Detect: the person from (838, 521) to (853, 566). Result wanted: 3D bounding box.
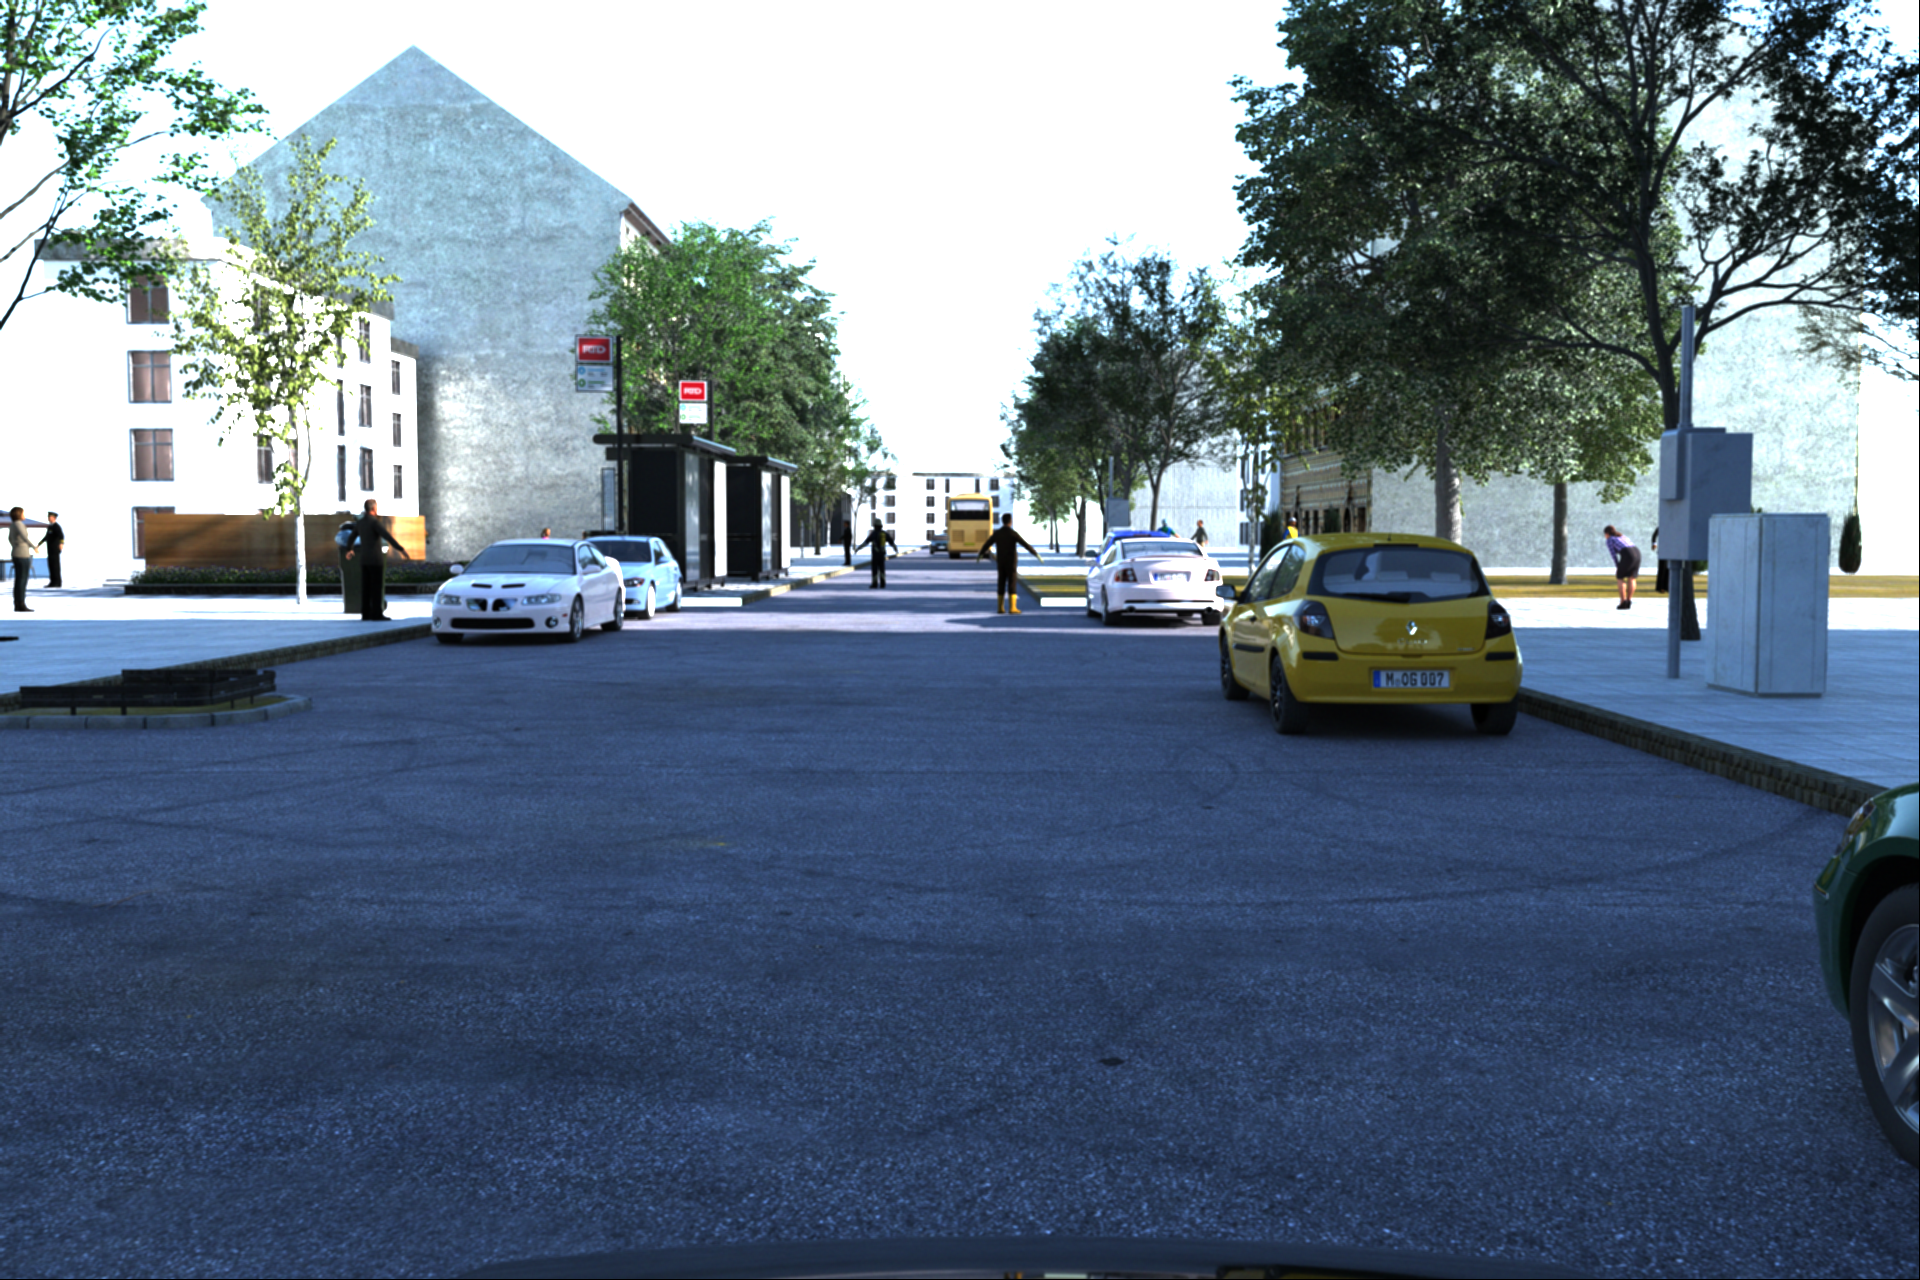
[{"bbox_3d":[-4.602,-3.920,70.323,0.704,1.802,1.346,1,4,18],"label":"person"}]

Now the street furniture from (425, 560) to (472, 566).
[{"bbox_3d":[-14.724,-2.160,50.948,5.734,0.657,10.072,-3,5,-45],"label":"street furniture"}]

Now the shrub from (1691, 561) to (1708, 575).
[{"bbox_3d":[22.723,-3.023,53.848,1.690,2.028,1.600,0,3,0],"label":"shrub"}]

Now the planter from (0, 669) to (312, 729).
[{"bbox_3d":[-6.310,0.454,13.714,1.991,0.319,1.994,0,4,0],"label":"planter"}]

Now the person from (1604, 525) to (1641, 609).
[{"bbox_3d":[11.253,-1.238,29.512,0.421,1.427,0.697,-2,4,-27],"label":"person"}]

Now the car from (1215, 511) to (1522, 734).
[{"bbox_3d":[3.118,-0.220,13.818,2.015,1.641,3.980,0,4,0],"label":"car"}]

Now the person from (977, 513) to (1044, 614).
[{"bbox_3d":[0.858,-1.375,31.076,1.346,1.812,0.704,2,4,29],"label":"person"}]

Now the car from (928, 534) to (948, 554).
[{"bbox_3d":[-1.285,-7.017,124.511,2.009,1.686,4.222,0,4,0],"label":"car"}]

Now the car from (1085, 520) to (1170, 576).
[{"bbox_3d":[3.454,-1.505,34.192,1.945,1.707,3.694,0,4,0],"label":"car"}]

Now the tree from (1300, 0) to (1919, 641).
[{"bbox_3d":[8.692,-5.295,20.987,8.767,10.594,7.601,-2,4,-24],"label":"tree"}]

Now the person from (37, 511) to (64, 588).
[{"bbox_3d":[-21.669,-2.166,41.344,1.347,1.837,0.705,3,4,39],"label":"person"}]

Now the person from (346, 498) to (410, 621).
[{"bbox_3d":[-8.699,-1.193,25.691,1.348,1.807,0.705,2,4,32],"label":"person"}]

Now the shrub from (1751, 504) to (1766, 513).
[{"bbox_3d":[17.604,-2.132,38.896,1.661,2.075,1.752,0,3,0],"label":"shrub"}]

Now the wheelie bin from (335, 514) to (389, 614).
[{"bbox_3d":[-9.681,-1.230,28.021,0.693,1.594,0.980,0,4,0],"label":"wheelie bin"}]

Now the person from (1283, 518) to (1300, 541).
[{"bbox_3d":[11.145,-3.184,58.020,1.349,1.833,0.705,-3,5,-45],"label":"person"}]

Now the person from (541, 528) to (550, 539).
[{"bbox_3d":[-10.547,-2.152,44.457,0.599,1.433,0.991,1,4,23],"label":"person"}]

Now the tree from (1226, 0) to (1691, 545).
[{"bbox_3d":[9.556,-7.751,33.377,9.857,13.997,8.962,0,3,0],"label":"tree"}]

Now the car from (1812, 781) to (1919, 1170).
[{"bbox_3d":[3.054,0.573,2.429,2.131,1.459,4.920,0,4,0],"label":"car"}]

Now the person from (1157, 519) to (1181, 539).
[{"bbox_3d":[7.296,-3.399,61.700,1.347,1.817,0.704,1,4,8],"label":"person"}]

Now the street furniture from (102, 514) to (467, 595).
[{"bbox_3d":[-14.366,-1.955,38.816,11.010,1.723,9.812,0,4,-3],"label":"street furniture"}]

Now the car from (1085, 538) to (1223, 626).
[{"bbox_3d":[3.137,-0.984,28.455,2.083,1.381,4.827,0,4,-1],"label":"car"}]

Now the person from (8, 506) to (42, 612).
[{"bbox_3d":[-15.403,-1.332,28.540,1.215,1.744,0.721,3,5,45],"label":"person"}]

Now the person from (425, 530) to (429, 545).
[{"bbox_3d":[-19.519,-3.462,62.367,1.354,1.858,0.705,2,4,34],"label":"person"}]

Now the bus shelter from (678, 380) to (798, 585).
[{"bbox_3d":[-6.137,-4.293,47.819,2.179,5.291,8.768,0,4,2],"label":"bus shelter"}]

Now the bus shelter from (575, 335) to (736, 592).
[{"bbox_3d":[-6.603,-3.672,37.663,2.179,5.291,8.768,0,4,1],"label":"bus shelter"}]

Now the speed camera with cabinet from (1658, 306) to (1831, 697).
[{"bbox_3d":[6.525,-1.232,14.483,0.660,3.252,2.038,0,3,0],"label":"speed camera with cabinet"}]

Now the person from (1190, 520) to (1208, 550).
[{"bbox_3d":[8.778,-3.501,63.517,0.705,1.796,1.348,-1,4,-21],"label":"person"}]

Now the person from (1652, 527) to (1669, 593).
[{"bbox_3d":[15.355,-1.887,37.571,1.216,1.740,0.721,-3,4,-36],"label":"person"}]

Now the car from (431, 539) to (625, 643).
[{"bbox_3d":[-5.958,-0.732,24.334,2.083,1.381,4.827,0,4,0],"label":"car"}]

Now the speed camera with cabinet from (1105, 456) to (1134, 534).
[{"bbox_3d":[4.025,-3.009,43.530,0.660,3.252,2.038,0,4,1],"label":"speed camera with cabinet"}]

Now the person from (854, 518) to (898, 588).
[{"bbox_3d":[-2.176,-2.300,45.842,1.354,1.856,0.705,-2,4,-35],"label":"person"}]

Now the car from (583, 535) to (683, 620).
[{"bbox_3d":[-6.007,-1.130,30.471,2.014,1.417,4.499,0,4,0],"label":"car"}]
